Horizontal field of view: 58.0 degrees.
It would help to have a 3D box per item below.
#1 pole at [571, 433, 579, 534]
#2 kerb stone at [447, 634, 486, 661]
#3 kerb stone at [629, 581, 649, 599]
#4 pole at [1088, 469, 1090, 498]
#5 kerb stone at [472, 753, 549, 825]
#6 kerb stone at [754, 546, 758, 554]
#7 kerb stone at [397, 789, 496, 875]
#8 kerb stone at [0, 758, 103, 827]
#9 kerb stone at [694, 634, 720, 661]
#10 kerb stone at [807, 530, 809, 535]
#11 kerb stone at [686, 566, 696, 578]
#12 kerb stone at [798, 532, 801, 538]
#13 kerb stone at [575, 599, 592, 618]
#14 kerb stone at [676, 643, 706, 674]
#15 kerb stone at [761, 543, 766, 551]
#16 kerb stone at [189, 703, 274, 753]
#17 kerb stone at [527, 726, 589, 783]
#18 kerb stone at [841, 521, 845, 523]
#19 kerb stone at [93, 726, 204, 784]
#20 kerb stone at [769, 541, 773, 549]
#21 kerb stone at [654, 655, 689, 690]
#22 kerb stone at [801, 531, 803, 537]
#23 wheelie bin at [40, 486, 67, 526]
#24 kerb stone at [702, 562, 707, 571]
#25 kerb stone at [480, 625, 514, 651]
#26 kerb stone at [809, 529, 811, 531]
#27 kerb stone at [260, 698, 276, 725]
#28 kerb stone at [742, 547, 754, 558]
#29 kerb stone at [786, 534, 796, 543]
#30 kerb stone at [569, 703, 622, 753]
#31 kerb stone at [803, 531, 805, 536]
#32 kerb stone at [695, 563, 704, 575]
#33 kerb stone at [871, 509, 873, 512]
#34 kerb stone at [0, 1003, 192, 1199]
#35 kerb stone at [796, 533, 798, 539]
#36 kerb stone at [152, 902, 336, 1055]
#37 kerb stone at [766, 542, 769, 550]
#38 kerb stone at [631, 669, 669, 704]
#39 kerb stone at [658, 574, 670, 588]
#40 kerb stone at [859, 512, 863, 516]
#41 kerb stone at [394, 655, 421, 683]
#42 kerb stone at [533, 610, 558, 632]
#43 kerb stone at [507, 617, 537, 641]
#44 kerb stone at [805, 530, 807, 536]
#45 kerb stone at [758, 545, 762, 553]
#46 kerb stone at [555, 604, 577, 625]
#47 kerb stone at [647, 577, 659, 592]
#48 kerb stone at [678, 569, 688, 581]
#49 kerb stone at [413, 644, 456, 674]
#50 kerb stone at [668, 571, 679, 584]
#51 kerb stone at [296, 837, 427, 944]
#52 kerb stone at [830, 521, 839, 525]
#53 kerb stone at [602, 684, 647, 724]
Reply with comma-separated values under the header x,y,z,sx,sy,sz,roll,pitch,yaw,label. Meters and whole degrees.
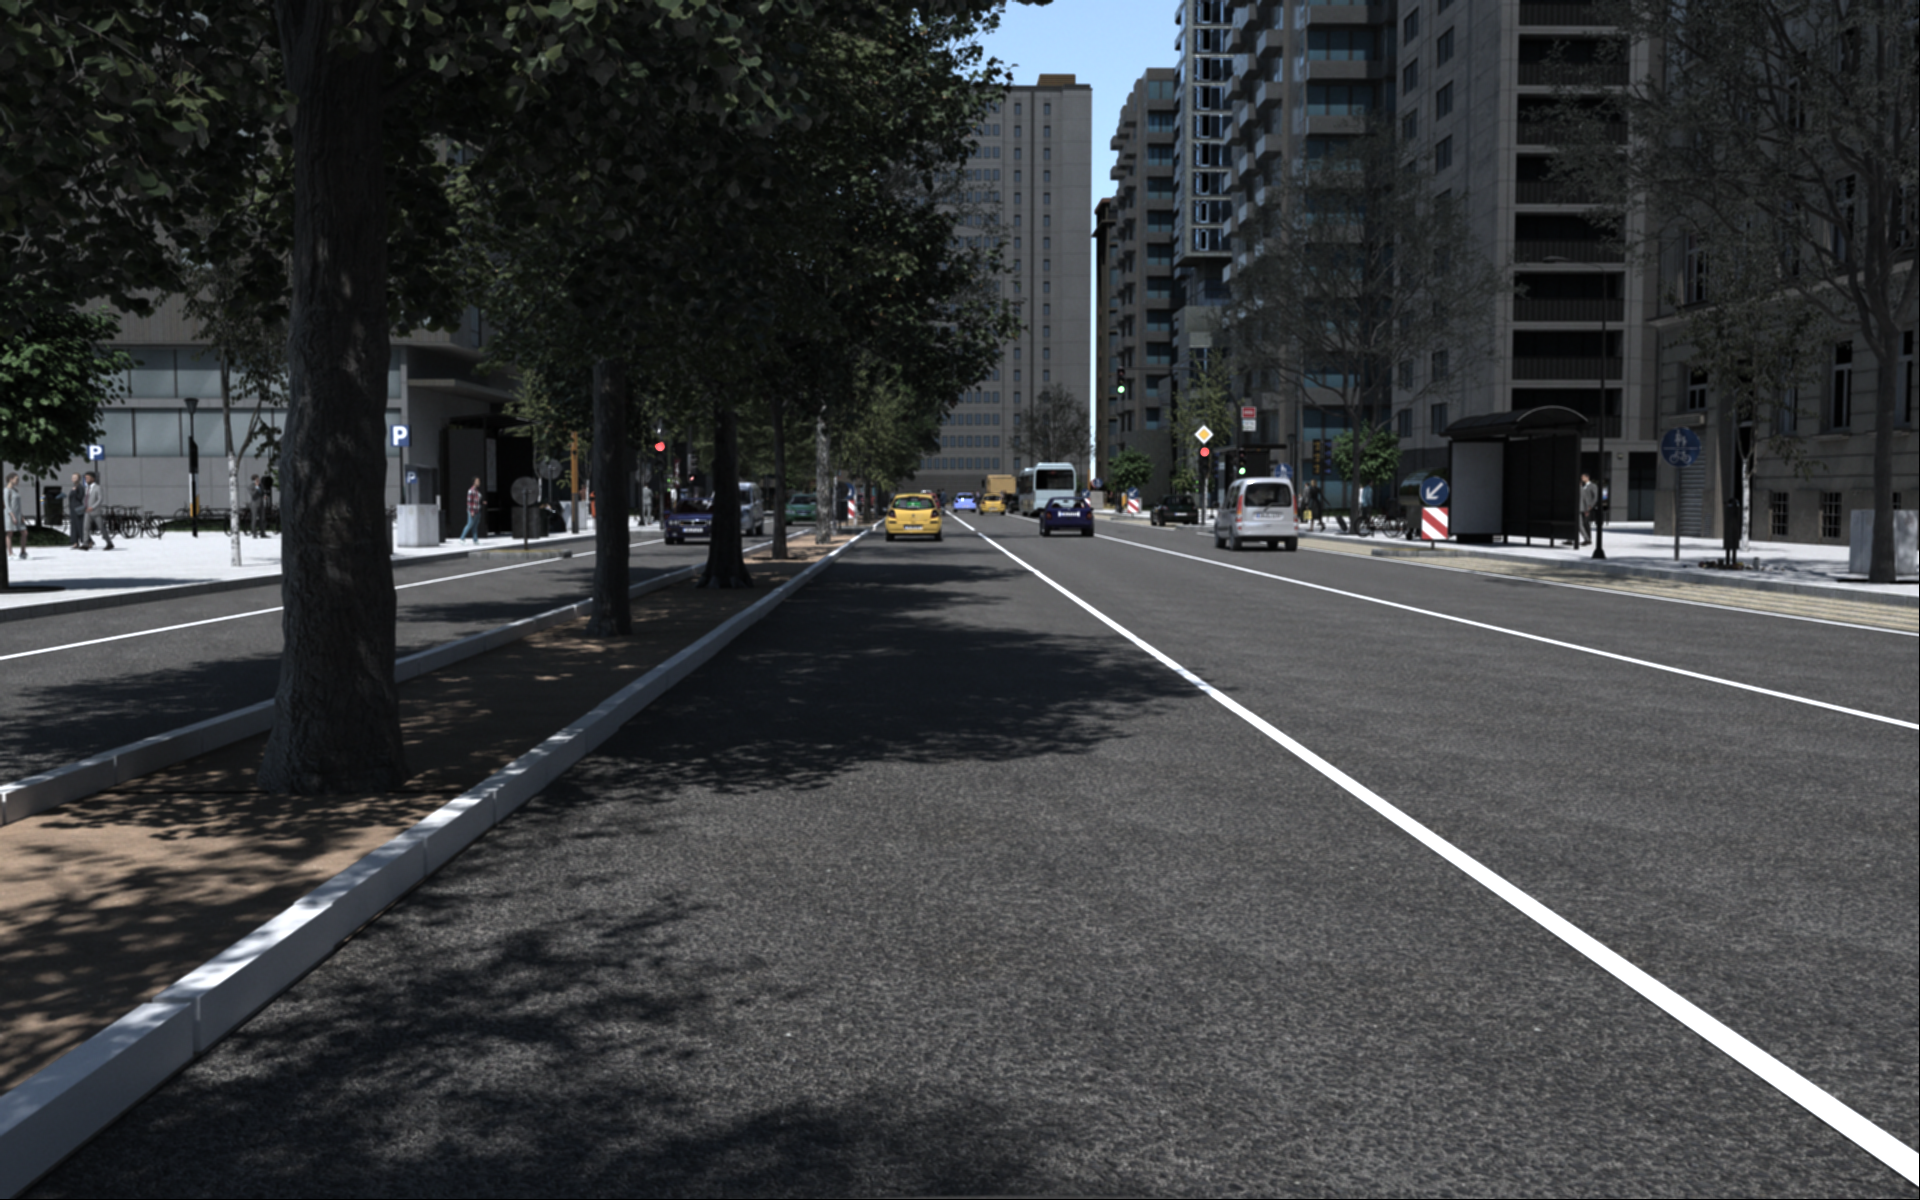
x,y,z,sx,sy,sz,roll,pitch,yaw,label
-12.438,-3.796,55.909,0.158,3.312,0.155,0,3,0,pole
-4.352,0.431,15.149,0.120,0.150,1.000,0,4,-1,kerb stone
-4.552,-0.128,24.365,0.120,0.150,1.000,0,4,-1,kerb stone
10.528,-9.013,141.207,0.158,3.312,0.155,0,3,0,pole
-2.077,0.869,7.985,0.120,0.150,1.000,0,4,-1,kerb stone
-4.926,-1.136,40.770,0.120,0.150,1.000,0,4,-1,kerb stone
-2.059,0.932,6.963,0.120,0.150,1.000,0,4,-1,kerb stone
-4.177,0.877,7.953,0.120,0.150,1.000,0,4,-1,kerb stone
-2.239,0.431,15.150,0.120,0.150,1.000,0,4,-1,kerb stone
-5.340,-2.264,59.207,0.120,0.150,1.000,0,4,-1,kerb stone
-4.672,-0.441,29.498,0.120,0.150,1.000,0,4,-1,kerb stone
-5.246,-2.012,55.099,0.120,0.150,1.000,0,4,-1,kerb stone
-4.454,0.118,20.264,0.120,0.150,1.000,0,4,-1,kerb stone
-2.218,0.494,14.126,0.120,0.150,1.000,0,4,-1,kerb stone
-4.971,-1.261,42.817,0.120,0.150,1.000,0,4,-1,kerb stone
-4.229,0.748,10.007,0.120,0.150,1.000,0,4,-1,kerb stone
-2.102,0.810,9.006,0.120,0.150,1.000,0,4,-1,kerb stone
-5.979,-3.987,87.435,0.120,0.150,1.000,0,4,-1,kerb stone
-4.203,0.808,8.981,0.120,0.150,1.000,0,4,-1,kerb stone
-5.016,-1.386,44.862,0.120,0.150,1.000,0,4,-1,kerb stone
-2.198,0.556,13.102,0.120,0.150,1.000,0,4,-1,kerb stone
-5.269,-2.075,56.122,0.120,0.150,1.000,0,4,-1,kerb stone
-36.659,-3.804,70.104,0.980,1.594,0.693,-3,5,-39,wheelie bin
-4.715,-0.571,31.550,0.120,0.150,1.000,0,4,-1,kerb stone
-4.365,0.368,16.171,0.120,0.150,1.000,0,4,-1,kerb stone
-5.365,-2.321,60.230,0.120,0.150,1.000,0,4,-1,kerb stone
-4.254,0.682,11.040,0.120,0.150,1.000,0,4,-1,kerb stone
-4.900,-1.074,39.748,0.120,0.150,1.000,0,4,-1,kerb stone
-5.204,-1.884,53.047,0.120,0.150,1.000,0,4,-1,kerb stone
-2.123,0.748,10.030,0.120,0.150,1.000,0,4,-1,kerb stone
-5.296,-2.136,57.144,0.120,0.150,1.000,0,4,-1,kerb stone
-4.684,-0.509,30.523,0.120,0.150,1.000,0,4,-1,kerb stone
-7.261,-7.437,143.782,0.120,0.150,1.000,0,4,-1,kerb stone
-1.988,1.123,3.877,0.120,0.150,1.000,0,4,-1,kerb stone
-5.225,-1.949,54.068,0.120,0.150,1.000,0,4,-1,kerb stone
-2.008,1.057,4.913,0.120,0.150,1.000,0,4,-1,kerb stone
-4.995,-1.324,43.838,0.120,0.150,1.000,0,4,-1,kerb stone
-2.182,0.622,12.080,0.120,0.150,1.000,0,4,-1,kerb stone
-4.596,-0.258,26.421,0.120,0.150,1.000,0,4,-1,kerb stone
-6.634,-5.745,116.131,0.120,0.150,1.000,0,4,-1,kerb stone
-4.301,0.557,13.093,0.120,0.150,1.000,0,4,-1,kerb stone
-4.418,0.243,18.217,0.120,0.150,1.000,0,4,-1,kerb stone
-4.396,0.306,17.193,0.120,0.150,1.000,0,4,-1,kerb stone
-5.314,-2.201,58.178,0.120,0.150,1.000,0,4,-1,kerb stone
-4.949,-1.199,41.795,0.120,0.150,1.000,0,4,-1,kerb stone
-4.440,0.182,19.239,0.120,0.150,1.000,0,4,-1,kerb stone
-4.582,-0.195,25.386,0.120,0.150,1.000,0,4,-1,kerb stone
-4.645,-0.377,28.474,0.120,0.150,1.000,0,4,-1,kerb stone
-4.321,0.496,14.115,0.120,0.150,1.000,0,4,-1,kerb stone
-4.622,-0.321,27.450,0.120,0.150,1.000,0,4,-1,kerb stone
-2.043,0.995,5.939,0.120,0.150,1.000,0,4,-1,kerb stone
-5.824,-3.547,80.260,0.120,0.150,1.000,0,4,-1,kerb stone
-2.156,0.682,11.059,0.120,0.150,1.000,0,4,-1,kerb stone
